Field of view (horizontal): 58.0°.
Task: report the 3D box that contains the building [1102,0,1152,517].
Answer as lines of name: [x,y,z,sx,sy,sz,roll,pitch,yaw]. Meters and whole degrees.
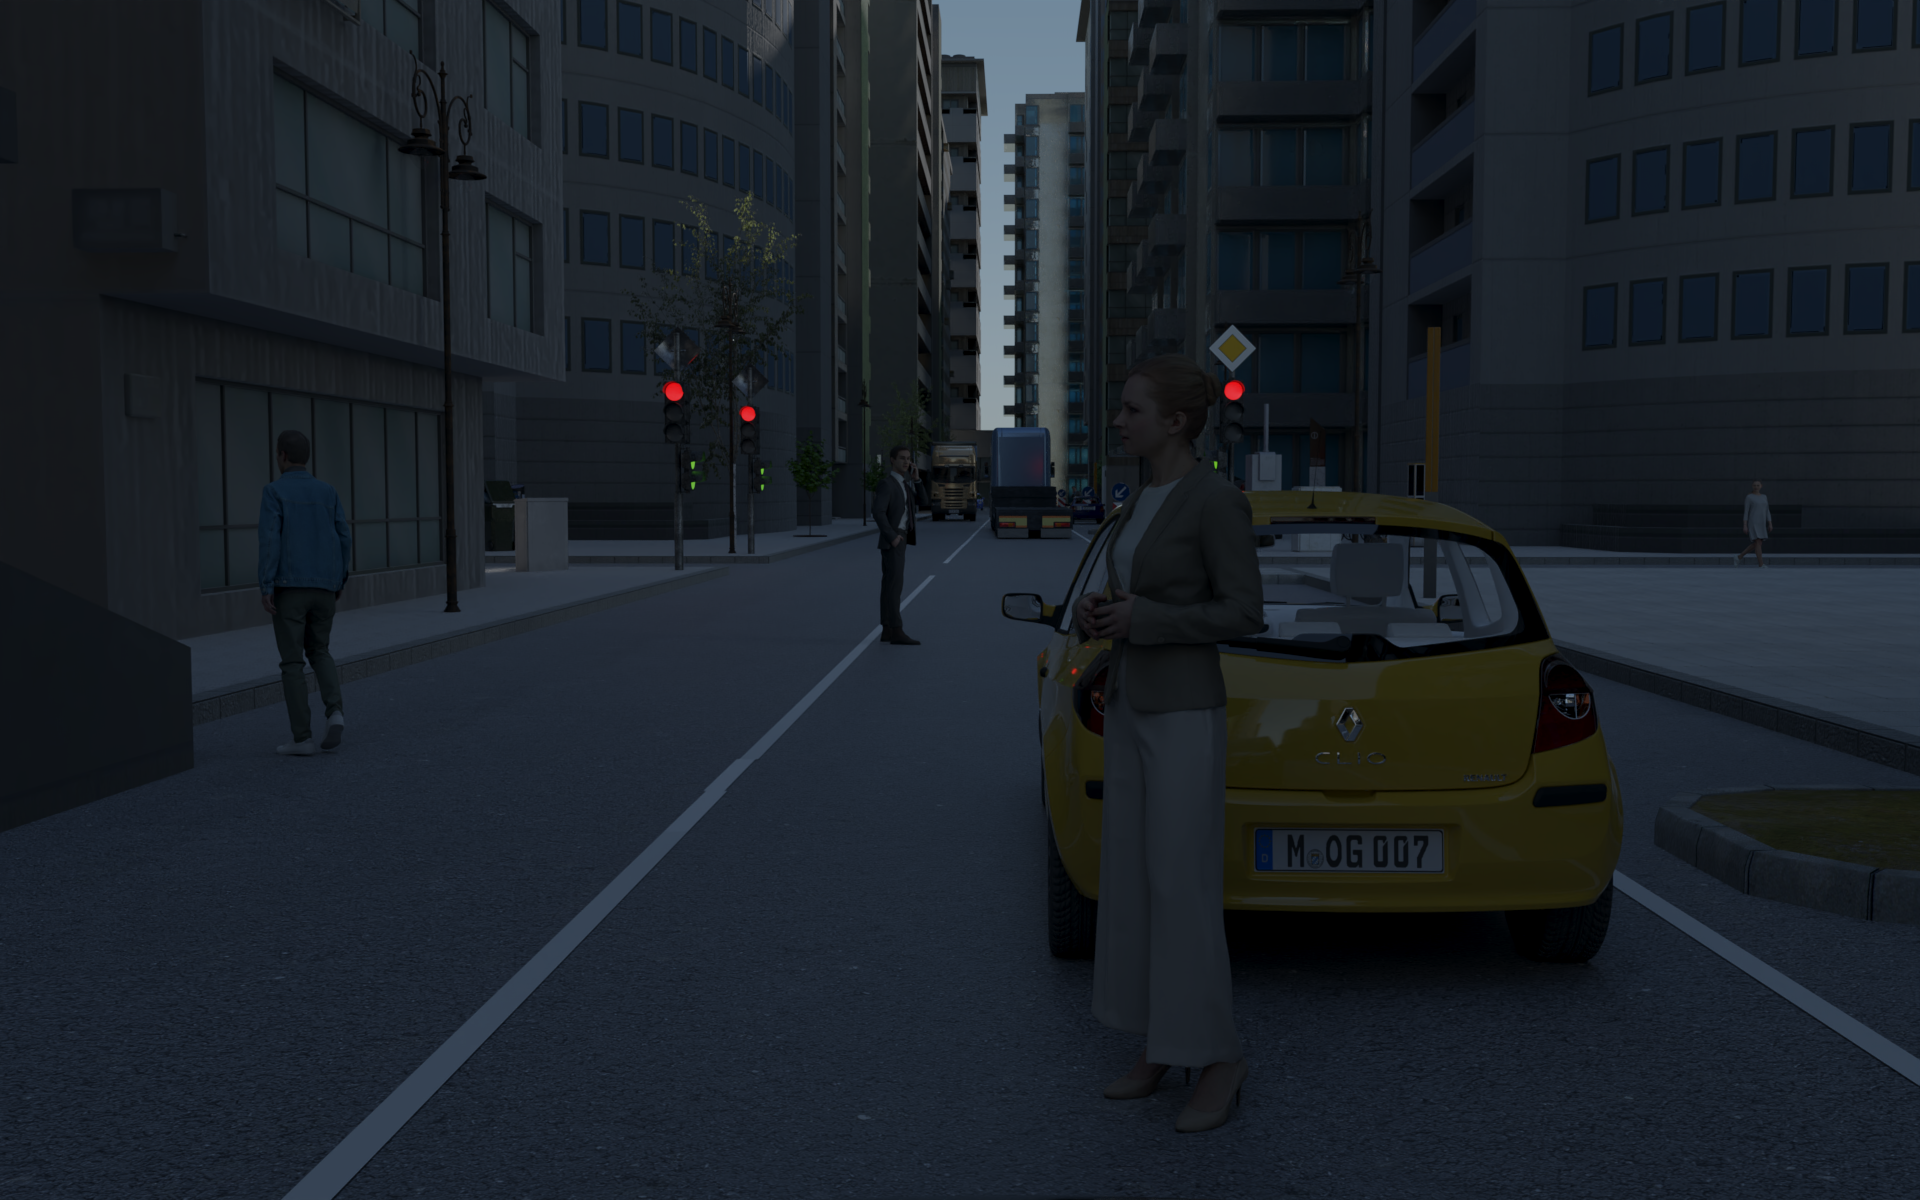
building: [15.367,-20.210,102.135,14.160,30.474,14.107,0,4,2]

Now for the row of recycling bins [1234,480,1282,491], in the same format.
row of recycling bins: [8.346,-2.663,50.656,1.069,1.692,3.534,-1,4,-19]

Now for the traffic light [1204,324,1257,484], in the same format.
traffic light: [4.489,-2.440,28.807,0.839,4.253,0.868,0,4,2]

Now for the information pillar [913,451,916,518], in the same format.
information pillar: [-2.514,-6.281,94.057,0.183,3.616,0.504,0,4,3]

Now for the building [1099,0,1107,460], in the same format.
building: [17.266,-28.973,123.822,14.600,45.320,14.200,0,4,2]

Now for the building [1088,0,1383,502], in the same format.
building: [21.336,-36.865,144.750,21.231,58.520,28.212,0,4,2]

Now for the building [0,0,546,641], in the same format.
building: [-12.644,-20.560,19.748,14.086,41.232,14.154,0,4,2]

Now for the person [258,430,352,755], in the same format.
person: [-3.596,-0.041,9.514,0.444,1.785,0.601,3,5,42]

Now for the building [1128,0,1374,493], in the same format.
building: [18.590,-27.622,71.226,23.786,49.044,30.456,0,4,2]

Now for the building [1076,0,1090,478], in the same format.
building: [26.333,-35.702,172.972,28.713,52.752,27.495,0,4,2]

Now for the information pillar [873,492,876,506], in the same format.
information pillar: [-4.380,-5.285,90.902,0.304,2.012,0.304,-1,4,-19]

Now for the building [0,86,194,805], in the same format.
building: [-20.325,-18.931,1.409,32.217,40.220,23.993,0,4,2]

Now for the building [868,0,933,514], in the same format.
building: [-13.101,-30.518,122.665,21.300,48.544,21.600,0,4,2]

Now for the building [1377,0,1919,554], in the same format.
building: [26.833,-30.749,44.753,28.212,58.520,21.231,0,4,2]

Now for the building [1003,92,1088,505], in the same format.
building: [20.437,-35.869,206.071,30.456,49.044,23.786,0,4,2]

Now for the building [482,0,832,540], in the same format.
building: [-16.388,-31.587,58.448,21.231,58.520,28.212,0,4,2]

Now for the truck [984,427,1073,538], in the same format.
truck: [2.423,-4.545,64.064,2.967,4.110,18.799,0,4,0]

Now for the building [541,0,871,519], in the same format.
building: [-12.147,-24.731,87.950,14.154,41.232,14.086,0,4,2]

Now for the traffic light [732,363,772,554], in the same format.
traffic light: [-4.464,-2.945,37.064,0.839,4.253,0.868,0,4,2]

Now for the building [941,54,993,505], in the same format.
building: [-8.439,-37.940,209.559,27.495,52.752,28.713,0,4,2]

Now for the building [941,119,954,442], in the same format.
building: [-12.755,-29.393,172.454,23.993,40.220,32.217,0,4,2]

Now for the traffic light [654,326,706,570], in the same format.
traffic light: [-4.718,-2.456,29.082,0.839,4.253,0.868,0,4,2]

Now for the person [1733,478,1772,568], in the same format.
person: [14.824,-1.413,32.359,0.466,1.731,0.760,-3,5,-44]

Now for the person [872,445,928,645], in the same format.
person: [-0.561,-0.541,16.704,0.474,1.900,0.648,1,4,9]

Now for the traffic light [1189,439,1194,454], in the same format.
traffic light: [4.743,-2.928,36.788,0.839,4.253,0.868,0,4,2]

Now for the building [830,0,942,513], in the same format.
building: [-8.786,-27.950,140.570,14.154,41.232,14.086,0,4,2]

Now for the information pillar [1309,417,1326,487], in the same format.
information pillar: [10.834,-3.743,52.556,0.504,3.616,0.183,2,4,23]

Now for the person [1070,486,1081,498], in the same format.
person: [6.050,-5.021,90.400,0.655,1.846,0.447,3,4,38]

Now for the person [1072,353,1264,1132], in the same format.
person: [0.453,0.304,4.079,0.362,1.759,0.519,-2,4,-25]

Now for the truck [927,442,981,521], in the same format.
truck: [-0.314,-6.467,94.649,2.839,4.237,11.283,0,3,0]

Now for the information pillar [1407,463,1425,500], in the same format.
information pillar: [10.938,-2.266,41.549,0.304,2.012,0.304,-1,4,-22]
